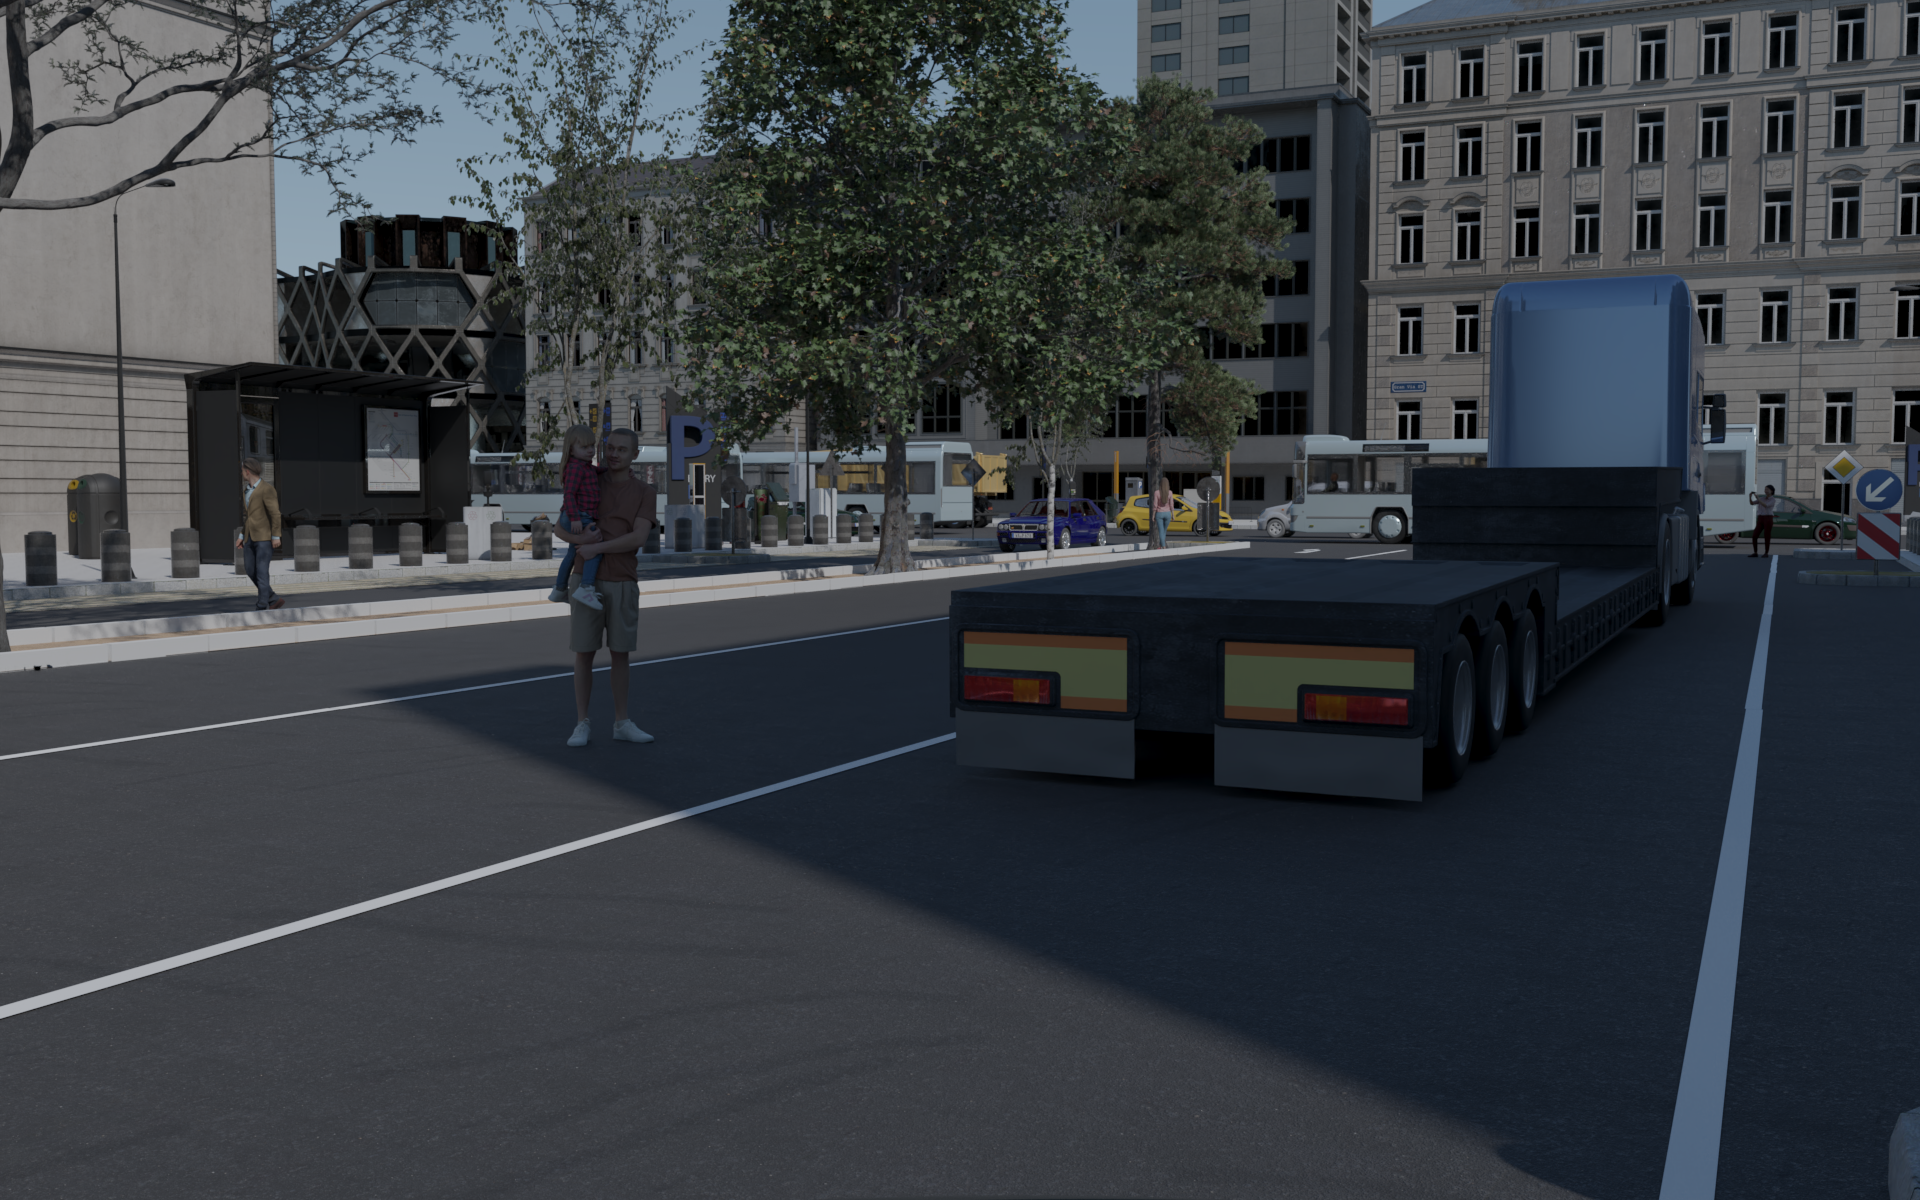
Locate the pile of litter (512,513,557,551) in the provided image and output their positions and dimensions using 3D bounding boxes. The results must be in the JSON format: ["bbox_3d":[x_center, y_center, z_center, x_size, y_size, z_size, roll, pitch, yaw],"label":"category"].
[{"bbox_3d":[-9.863,-1.574,39.705,1.176,0.858,1.719,-1,4,-16],"label":"pile of litter"}]

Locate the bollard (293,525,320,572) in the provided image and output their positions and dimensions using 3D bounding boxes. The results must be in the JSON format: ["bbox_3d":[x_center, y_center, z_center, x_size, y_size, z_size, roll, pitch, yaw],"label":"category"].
[{"bbox_3d":[-10.816,-0.854,28.674,0.404,0.777,0.398,0,3,0],"label":"bollard"}]

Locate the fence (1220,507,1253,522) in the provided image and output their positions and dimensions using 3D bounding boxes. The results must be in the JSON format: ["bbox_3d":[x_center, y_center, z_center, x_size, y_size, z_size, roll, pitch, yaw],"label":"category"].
[{"bbox_3d":[12.546,-3.979,80.425,2.069,0.683,0.278,1,4,20],"label":"fence"}]

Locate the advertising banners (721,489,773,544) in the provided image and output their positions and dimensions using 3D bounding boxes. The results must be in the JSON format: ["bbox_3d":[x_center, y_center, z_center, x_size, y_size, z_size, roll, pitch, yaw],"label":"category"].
[{"bbox_3d":[-5.686,-2.946,44.357,2.074,3.025,0.090,2,4,27],"label":"advertising banners"}]

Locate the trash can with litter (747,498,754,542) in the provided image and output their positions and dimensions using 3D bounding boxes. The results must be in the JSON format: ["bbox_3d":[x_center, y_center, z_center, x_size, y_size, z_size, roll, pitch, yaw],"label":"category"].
[{"bbox_3d":[-5.180,-2.103,45.778,0.624,1.170,1.055,-2,4,-34],"label":"trash can with litter"}]

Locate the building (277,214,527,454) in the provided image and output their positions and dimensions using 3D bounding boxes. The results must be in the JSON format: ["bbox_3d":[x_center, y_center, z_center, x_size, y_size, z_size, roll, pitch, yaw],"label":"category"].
[{"bbox_3d":[-35.029,-15.137,114.937,16.811,18.784,16.820,2,4,25],"label":"building"}]

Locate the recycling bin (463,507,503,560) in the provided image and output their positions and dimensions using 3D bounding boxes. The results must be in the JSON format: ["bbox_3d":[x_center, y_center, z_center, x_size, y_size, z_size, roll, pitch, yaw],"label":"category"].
[{"bbox_3d":[-9.355,-1.311,33.994,0.722,1.027,0.722,-1,4,-14],"label":"recycling bin"}]

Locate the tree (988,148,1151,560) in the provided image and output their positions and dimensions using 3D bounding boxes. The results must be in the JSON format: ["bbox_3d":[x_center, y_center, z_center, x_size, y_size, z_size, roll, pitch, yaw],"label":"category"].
[{"bbox_3d":[1.993,-5.117,36.479,4.360,8.622,3.978,0,3,0],"label":"tree"}]

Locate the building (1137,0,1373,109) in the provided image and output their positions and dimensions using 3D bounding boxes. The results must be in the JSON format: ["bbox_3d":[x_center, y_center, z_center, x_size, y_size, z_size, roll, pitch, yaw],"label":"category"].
[{"bbox_3d":[29.775,-44.359,163.524,20.563,71.187,20.611,2,4,25],"label":"building"}]

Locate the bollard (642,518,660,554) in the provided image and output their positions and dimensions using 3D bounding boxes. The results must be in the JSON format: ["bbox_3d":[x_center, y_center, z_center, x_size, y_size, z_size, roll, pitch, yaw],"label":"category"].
[{"bbox_3d":[-6.671,-1.386,37.384,0.404,0.777,0.398,0,3,0],"label":"bollard"}]

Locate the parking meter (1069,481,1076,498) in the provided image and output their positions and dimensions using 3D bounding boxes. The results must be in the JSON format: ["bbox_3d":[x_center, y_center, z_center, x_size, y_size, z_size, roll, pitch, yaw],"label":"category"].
[{"bbox_3d":[5.041,-4.405,77.725,0.255,1.863,0.399,-1,4,-9],"label":"parking meter"}]

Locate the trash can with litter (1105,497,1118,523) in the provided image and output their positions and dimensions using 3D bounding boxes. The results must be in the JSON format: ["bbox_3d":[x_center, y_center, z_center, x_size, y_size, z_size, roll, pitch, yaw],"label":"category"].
[{"bbox_3d":[6.816,-3.946,75.909,0.624,1.170,1.055,-2,4,-30],"label":"trash can with litter"}]

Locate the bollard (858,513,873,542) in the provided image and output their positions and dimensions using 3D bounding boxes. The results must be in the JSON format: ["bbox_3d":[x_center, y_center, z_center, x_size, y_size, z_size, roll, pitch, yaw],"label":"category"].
[{"bbox_3d":[-2.508,-1.922,46.138,0.404,0.777,0.398,0,3,0],"label":"bollard"}]

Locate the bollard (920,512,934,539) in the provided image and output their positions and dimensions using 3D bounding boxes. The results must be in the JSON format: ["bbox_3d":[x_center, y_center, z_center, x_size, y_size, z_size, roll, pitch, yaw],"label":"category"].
[{"bbox_3d":[-0.950,-2.121,49.402,0.404,0.777,0.398,0,3,0],"label":"bollard"}]

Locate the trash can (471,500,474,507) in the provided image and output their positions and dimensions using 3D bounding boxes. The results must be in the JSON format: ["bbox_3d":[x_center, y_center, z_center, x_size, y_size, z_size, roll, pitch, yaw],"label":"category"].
[{"bbox_3d":[-12.245,-1.878,42.353,0.748,1.137,0.748,0,3,0],"label":"trash can"}]

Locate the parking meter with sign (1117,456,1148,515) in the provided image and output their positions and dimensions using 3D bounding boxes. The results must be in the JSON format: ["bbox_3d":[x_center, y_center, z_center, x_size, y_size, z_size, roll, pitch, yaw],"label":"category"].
[{"bbox_3d":[8.047,-5.129,80.121,1.738,3.016,0.543,3,4,36],"label":"parking meter with sign"}]

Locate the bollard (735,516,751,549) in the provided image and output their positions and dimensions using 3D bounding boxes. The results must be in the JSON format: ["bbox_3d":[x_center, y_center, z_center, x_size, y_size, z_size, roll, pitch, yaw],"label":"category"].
[{"bbox_3d":[-5.113,-1.587,40.662,0.404,0.777,0.398,0,3,0],"label":"bollard"}]

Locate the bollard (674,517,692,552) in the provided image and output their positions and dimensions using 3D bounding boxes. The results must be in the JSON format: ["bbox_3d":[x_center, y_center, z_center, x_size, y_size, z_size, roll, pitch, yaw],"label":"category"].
[{"bbox_3d":[-6.155,-1.453,38.472,0.404,0.777,0.398,0,3,0],"label":"bollard"}]

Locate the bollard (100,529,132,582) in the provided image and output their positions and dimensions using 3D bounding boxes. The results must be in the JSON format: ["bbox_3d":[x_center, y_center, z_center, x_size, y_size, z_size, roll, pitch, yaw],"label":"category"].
[{"bbox_3d":[-12.377,-0.653,25.389,0.404,0.777,0.398,0,3,0],"label":"bollard"}]

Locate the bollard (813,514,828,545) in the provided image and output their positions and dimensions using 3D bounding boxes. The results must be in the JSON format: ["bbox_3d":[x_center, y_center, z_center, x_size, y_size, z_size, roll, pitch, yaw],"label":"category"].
[{"bbox_3d":[-3.541,-1.788,43.954,0.404,0.777,0.398,0,3,0],"label":"bollard"}]

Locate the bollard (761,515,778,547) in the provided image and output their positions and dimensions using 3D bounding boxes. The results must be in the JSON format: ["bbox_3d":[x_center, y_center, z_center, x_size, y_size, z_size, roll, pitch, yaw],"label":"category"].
[{"bbox_3d":[-4.595,-1.653,41.747,0.404,0.777,0.398,0,3,0],"label":"bollard"}]

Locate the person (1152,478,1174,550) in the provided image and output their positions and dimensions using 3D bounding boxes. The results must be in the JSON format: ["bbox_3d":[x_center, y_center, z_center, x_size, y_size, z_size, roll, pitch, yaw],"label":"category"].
[{"bbox_3d":[4.855,-2.003,41.257,0.555,1.821,0.388,-1,4,-19],"label":"person"}]

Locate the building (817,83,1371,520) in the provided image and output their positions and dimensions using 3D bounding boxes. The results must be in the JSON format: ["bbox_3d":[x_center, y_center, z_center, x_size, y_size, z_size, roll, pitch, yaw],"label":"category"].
[{"bbox_3d":[7.831,-16.853,94.605,30.058,24.678,14.314,2,4,25],"label":"building"}]

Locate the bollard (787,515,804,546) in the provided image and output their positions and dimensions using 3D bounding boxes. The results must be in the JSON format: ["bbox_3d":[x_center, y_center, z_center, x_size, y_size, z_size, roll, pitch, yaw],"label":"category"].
[{"bbox_3d":[-4.066,-1.721,42.858,0.404,0.777,0.398,0,3,0],"label":"bollard"}]

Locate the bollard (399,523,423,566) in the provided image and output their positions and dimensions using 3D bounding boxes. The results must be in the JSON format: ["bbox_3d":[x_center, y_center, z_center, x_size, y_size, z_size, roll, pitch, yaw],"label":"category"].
[{"bbox_3d":[-9.785,-0.987,30.847,0.404,0.777,0.398,0,3,0],"label":"bollard"}]

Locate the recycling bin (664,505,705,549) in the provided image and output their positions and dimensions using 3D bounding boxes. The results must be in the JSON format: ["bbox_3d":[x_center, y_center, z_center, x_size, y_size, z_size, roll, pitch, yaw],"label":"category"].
[{"bbox_3d":[-6.492,-1.732,40.871,0.722,1.027,0.722,1,4,23],"label":"recycling bin"}]

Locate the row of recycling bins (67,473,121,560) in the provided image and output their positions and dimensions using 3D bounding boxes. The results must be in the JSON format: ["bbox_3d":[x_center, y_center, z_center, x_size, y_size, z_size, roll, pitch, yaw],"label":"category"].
[{"bbox_3d":[-17.619,-1.732,35.433,1.069,1.692,3.534,-2,4,-31],"label":"row of recycling bins"}]

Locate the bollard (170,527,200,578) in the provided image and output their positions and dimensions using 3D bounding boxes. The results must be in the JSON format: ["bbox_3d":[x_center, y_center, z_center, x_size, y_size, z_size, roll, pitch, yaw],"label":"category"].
[{"bbox_3d":[-11.853,-0.720,26.493,0.404,0.777,0.398,0,3,0],"label":"bollard"}]

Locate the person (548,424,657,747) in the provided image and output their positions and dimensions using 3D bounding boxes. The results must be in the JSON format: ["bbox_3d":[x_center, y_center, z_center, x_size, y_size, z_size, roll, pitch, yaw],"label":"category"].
[{"bbox_3d":[-2.076,-0.090,9.940,0.573,1.828,0.580,2,4,33],"label":"person"}]

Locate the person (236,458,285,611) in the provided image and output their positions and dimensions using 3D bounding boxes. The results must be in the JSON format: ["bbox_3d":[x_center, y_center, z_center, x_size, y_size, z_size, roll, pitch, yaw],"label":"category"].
[{"bbox_3d":[-7.984,-0.692,19.727,0.656,1.842,0.836,0,4,6],"label":"person"}]

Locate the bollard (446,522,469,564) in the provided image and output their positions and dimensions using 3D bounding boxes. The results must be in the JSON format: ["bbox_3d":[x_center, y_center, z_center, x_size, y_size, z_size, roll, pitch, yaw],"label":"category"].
[{"bbox_3d":[-9.269,-1.053,31.932,0.404,0.777,0.398,0,3,0],"label":"bollard"}]

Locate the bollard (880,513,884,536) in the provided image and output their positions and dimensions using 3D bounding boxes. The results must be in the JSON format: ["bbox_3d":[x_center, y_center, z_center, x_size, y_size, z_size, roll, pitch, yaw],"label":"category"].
[{"bbox_3d":[-1.989,-1.988,47.228,0.404,0.777,0.398,0,3,0],"label":"bollard"}]

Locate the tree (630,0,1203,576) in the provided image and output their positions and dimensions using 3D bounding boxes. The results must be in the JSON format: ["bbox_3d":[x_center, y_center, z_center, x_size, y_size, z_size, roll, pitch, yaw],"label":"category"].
[{"bbox_3d":[-1.078,-6.744,29.731,9.611,12.733,9.660,0,3,0],"label":"tree"}]

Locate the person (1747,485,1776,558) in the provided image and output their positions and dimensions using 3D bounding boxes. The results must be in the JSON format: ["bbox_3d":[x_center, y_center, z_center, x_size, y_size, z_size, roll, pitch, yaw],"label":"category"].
[{"bbox_3d":[18.073,-1.779,39.046,0.566,1.644,0.517,1,4,17],"label":"person"}]

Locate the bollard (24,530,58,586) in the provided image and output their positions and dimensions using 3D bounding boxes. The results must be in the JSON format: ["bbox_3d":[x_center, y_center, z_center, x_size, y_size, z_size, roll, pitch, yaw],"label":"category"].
[{"bbox_3d":[-12.898,-0.586,24.306,0.404,0.777,0.398,0,3,0],"label":"bollard"}]

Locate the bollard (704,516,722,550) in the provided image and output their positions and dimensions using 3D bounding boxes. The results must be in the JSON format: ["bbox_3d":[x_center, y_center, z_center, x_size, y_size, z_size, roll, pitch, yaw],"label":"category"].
[{"bbox_3d":[-5.635,-1.520,39.561,0.404,0.777,0.398,0,3,0],"label":"bollard"}]

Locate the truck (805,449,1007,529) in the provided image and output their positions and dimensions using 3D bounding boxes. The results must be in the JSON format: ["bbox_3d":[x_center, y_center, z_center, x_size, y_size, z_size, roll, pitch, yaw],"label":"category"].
[{"bbox_3d":[-2.904,-4.785,74.161,9.791,3.379,3.469,2,4,27],"label":"truck"}]

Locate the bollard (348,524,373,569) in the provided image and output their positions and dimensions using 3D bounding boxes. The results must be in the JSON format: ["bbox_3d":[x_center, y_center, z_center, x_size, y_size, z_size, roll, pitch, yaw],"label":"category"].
[{"bbox_3d":[-10.299,-0.920,29.759,0.404,0.777,0.398,0,3,0],"label":"bollard"}]

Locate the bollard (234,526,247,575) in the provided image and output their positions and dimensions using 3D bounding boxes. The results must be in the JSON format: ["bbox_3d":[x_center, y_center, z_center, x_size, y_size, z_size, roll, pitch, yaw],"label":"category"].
[{"bbox_3d":[-11.339,-0.787,27.579,0.404,0.777,0.398,0,3,0],"label":"bollard"}]

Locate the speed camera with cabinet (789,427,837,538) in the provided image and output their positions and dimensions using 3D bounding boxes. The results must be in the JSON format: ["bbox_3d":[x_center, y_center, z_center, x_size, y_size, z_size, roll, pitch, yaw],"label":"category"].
[{"bbox_3d":[-4.324,-3.458,50.870,0.660,3.252,2.038,-2,4,-32],"label":"speed camera with cabinet"}]

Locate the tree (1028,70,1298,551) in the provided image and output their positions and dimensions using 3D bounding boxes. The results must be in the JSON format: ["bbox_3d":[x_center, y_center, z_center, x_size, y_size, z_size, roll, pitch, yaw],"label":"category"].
[{"bbox_3d":[4.909,-7.276,43.480,6.751,12.117,7.091,0,3,0],"label":"tree"}]

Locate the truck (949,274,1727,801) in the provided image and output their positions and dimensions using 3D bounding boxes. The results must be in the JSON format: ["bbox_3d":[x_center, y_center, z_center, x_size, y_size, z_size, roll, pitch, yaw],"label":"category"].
[{"bbox_3d":[5.226,-1.636,16.509,2.967,4.110,18.799,2,4,27],"label":"truck"}]

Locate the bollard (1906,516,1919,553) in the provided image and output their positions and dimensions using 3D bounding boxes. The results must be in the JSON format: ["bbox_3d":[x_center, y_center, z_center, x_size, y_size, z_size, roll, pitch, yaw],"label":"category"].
[{"bbox_3d":[21.803,-1.515,39.492,0.404,0.777,0.398,0,3,0],"label":"bollard"}]

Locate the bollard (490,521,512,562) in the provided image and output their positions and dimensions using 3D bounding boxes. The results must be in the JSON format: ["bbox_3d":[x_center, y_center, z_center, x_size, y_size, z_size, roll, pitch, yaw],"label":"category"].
[{"bbox_3d":[-8.752,-1.119,33.019,0.404,0.777,0.398,0,3,0],"label":"bollard"}]

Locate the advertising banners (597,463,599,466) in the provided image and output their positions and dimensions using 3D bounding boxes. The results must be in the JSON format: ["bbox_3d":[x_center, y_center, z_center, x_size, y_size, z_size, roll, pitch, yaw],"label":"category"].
[{"bbox_3d":[-10.529,-3.485,53.165,2.074,3.025,0.090,0,4,-5],"label":"advertising banners"}]

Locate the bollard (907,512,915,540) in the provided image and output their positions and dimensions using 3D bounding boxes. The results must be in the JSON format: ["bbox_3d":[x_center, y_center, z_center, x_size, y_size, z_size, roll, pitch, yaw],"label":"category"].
[{"bbox_3d":[-1.469,-2.055,48.318,0.404,0.777,0.398,0,3,0],"label":"bollard"}]

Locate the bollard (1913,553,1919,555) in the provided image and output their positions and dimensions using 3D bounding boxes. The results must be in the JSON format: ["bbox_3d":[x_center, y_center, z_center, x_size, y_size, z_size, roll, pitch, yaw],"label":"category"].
[{"bbox_3d":[21.285,-1.449,38.407,0.404,0.777,0.398,0,3,0],"label":"bollard"}]

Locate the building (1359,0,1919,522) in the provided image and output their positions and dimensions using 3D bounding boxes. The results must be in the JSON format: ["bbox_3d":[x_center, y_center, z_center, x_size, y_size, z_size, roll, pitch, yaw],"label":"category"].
[{"bbox_3d":[32.287,-17.305,80.192,25.104,27.353,12.463,2,4,25],"label":"building"}]

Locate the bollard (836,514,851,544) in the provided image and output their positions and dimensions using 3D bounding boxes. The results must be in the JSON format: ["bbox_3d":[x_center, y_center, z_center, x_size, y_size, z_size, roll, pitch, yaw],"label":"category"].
[{"bbox_3d":[-3.025,-1.855,45.042,0.404,0.777,0.398,0,3,0],"label":"bollard"}]

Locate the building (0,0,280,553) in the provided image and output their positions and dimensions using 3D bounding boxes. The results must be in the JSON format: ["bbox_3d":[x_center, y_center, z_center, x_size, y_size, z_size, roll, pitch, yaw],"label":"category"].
[{"bbox_3d":[-27.485,-10.954,43.718,19.286,19.102,10.561,2,4,25],"label":"building"}]

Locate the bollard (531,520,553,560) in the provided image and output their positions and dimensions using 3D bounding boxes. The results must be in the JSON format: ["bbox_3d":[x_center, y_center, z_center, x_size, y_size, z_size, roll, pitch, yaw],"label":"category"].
[{"bbox_3d":[-8.231,-1.186,34.110,0.404,0.777,0.398,0,3,0],"label":"bollard"}]

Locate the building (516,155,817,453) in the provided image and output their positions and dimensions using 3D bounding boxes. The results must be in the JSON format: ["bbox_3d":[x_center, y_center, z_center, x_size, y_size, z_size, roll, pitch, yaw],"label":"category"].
[{"bbox_3d":[-15.528,-15.455,101.842,18.267,20.994,9.793,2,4,25],"label":"building"}]
